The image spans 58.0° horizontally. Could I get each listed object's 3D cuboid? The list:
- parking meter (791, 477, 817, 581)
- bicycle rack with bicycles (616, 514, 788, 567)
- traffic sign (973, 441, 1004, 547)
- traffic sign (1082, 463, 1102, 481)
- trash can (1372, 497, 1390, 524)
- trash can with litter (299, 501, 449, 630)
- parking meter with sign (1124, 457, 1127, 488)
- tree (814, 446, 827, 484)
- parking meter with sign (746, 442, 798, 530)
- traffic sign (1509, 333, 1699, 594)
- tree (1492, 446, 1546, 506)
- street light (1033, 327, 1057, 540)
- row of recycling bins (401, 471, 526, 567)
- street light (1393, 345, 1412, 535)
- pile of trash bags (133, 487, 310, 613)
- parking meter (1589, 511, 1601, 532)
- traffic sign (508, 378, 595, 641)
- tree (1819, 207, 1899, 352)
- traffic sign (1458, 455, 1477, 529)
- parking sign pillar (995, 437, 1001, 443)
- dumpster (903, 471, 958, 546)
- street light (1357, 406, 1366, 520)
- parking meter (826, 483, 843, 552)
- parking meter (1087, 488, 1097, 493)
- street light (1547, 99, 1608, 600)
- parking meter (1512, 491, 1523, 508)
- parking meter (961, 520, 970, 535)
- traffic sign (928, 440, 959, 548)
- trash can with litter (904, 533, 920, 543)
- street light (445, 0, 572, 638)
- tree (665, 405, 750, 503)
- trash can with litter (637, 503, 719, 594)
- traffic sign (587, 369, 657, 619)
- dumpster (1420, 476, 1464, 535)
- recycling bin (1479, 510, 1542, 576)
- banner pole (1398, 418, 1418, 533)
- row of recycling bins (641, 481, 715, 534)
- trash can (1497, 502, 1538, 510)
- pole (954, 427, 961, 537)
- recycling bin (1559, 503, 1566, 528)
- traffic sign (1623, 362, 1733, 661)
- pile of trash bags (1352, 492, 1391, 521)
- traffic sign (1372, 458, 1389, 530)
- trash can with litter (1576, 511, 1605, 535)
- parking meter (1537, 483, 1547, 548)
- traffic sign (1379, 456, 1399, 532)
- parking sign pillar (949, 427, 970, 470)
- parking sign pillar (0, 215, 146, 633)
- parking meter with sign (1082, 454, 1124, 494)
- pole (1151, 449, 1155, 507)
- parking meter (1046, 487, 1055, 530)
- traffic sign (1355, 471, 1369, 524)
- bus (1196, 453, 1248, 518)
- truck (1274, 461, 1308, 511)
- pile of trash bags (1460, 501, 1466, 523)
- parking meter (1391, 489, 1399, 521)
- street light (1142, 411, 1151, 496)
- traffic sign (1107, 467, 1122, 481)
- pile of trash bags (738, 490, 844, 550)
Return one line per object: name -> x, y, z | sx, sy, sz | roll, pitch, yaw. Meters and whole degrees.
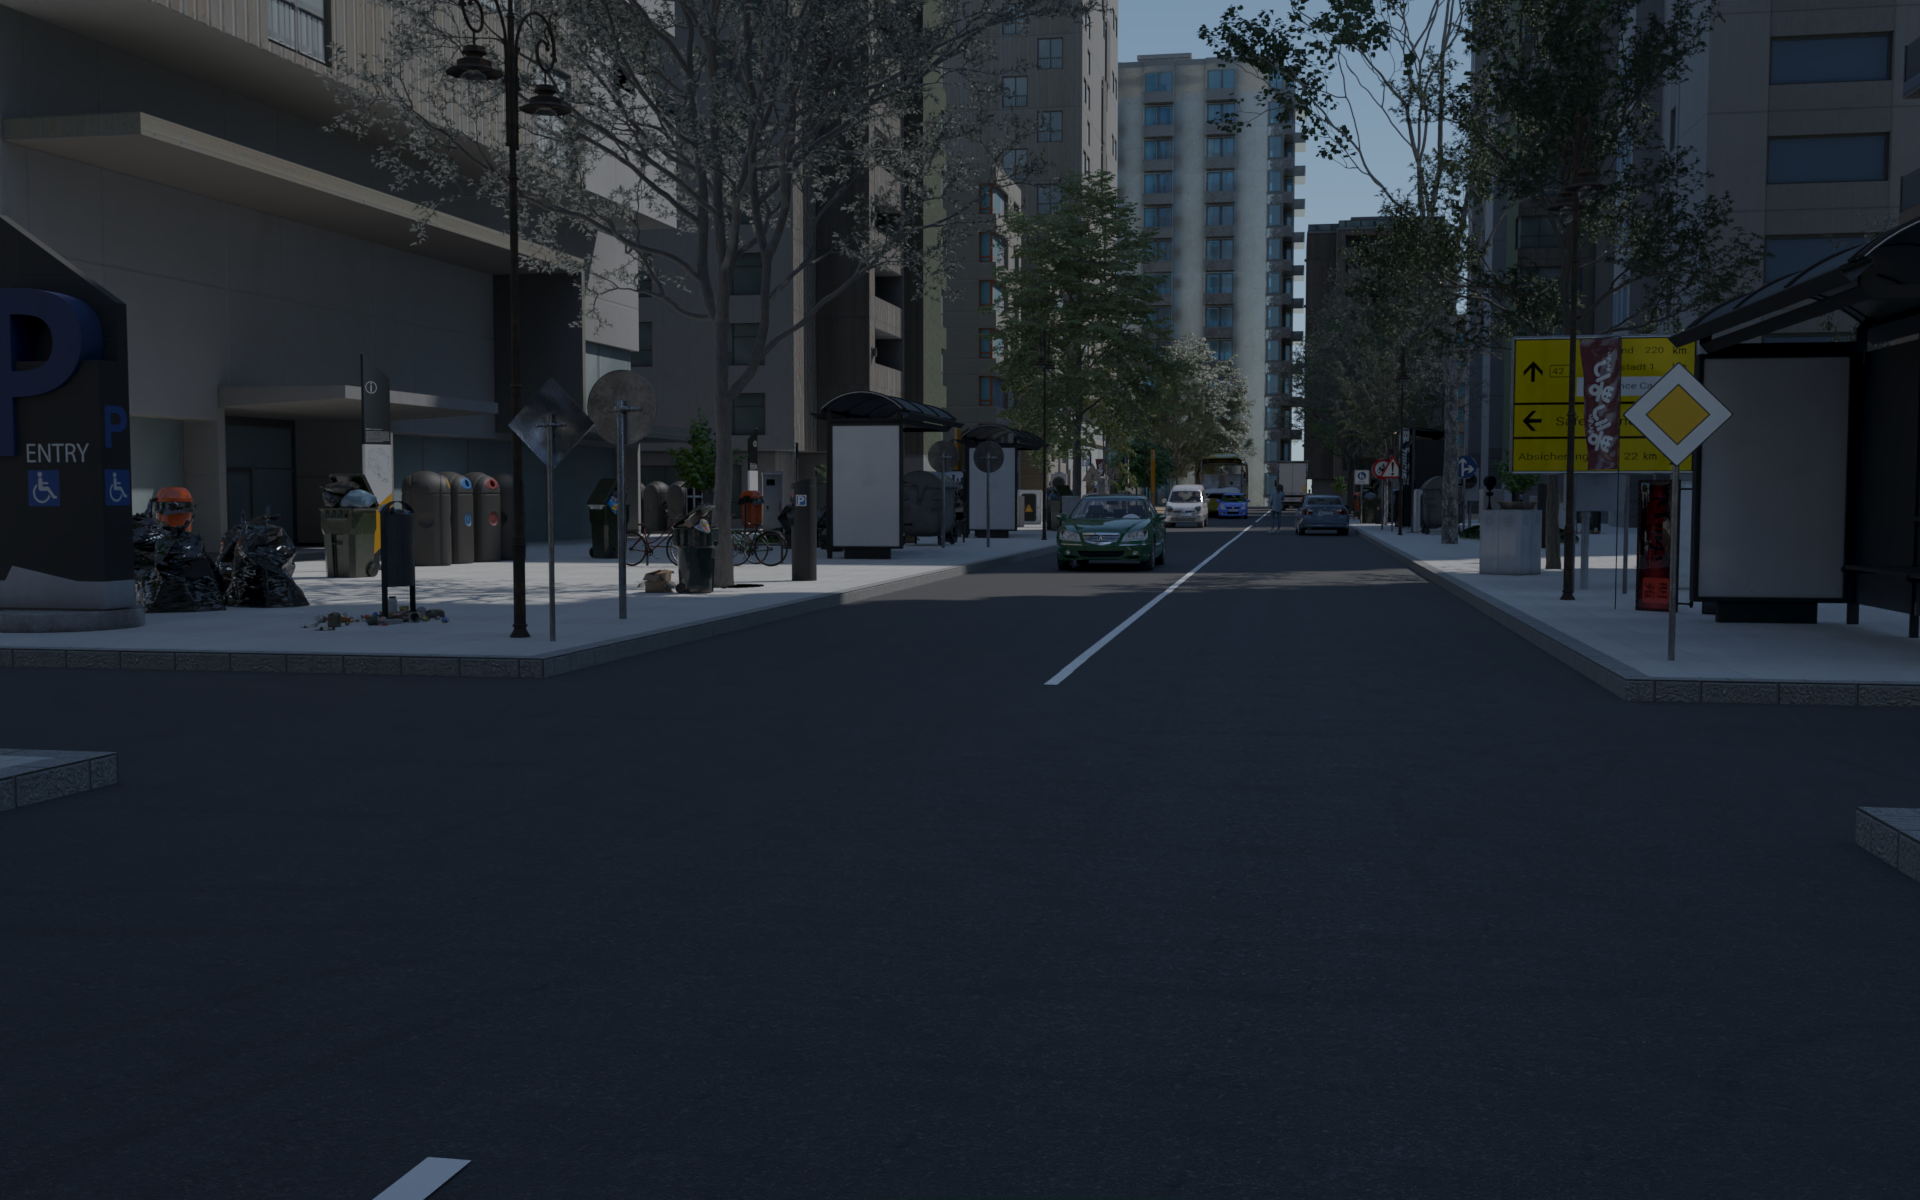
parking meter -> -2.309, -1.053, 25.632 | 0.372, 1.533, 0.369 | 0, 3, 0
bicycle rack with bicycles -> -4.342, -1.091, 31.218 | 2.925, 0.926, 2.852 | 2, 4, 25
traffic sign -> 0.678, -2.538, 41.603 | 0.768, 2.556, 0.104 | 1, 4, 16
traffic sign -> 5.547, -4.450, 72.760 | 0.884, 2.594, 0.081 | 1, 4, 19
trash can -> 17.913, -3.796, 73.710 | 0.748, 1.137, 0.748 | 0, 3, 0
trash can with litter -> -5.933, -0.383, 17.314 | 1.678, 1.210, 2.233 | 1, 4, 15
parking meter with sign -> 7.003, -5.265, 82.348 | 1.738, 3.016, 0.543 | 1, 4, 15
tree -> -3.818, -3.920, 58.699 | 1.663, 3.219, 1.824 | 0, 3, 0
parking meter with sign -> -6.321, -3.793, 58.274 | 1.738, 3.016, 0.543 | -1, 4, -9
traffic sign -> 8.231, -1.734, 22.227 | 2.265, 3.308, 0.079 | 1, 4, 12
tree -> 20.775, -4.267, 64.365 | 1.663, 3.219, 1.824 | 0, 3, 0
street light -> 2.351, -4.611, 48.172 | 0.468, 5.910, 1.993 | 1, 4, 11
row of recycling bins -> -9.247, -1.539, 32.278 | 1.069, 1.692, 3.534 | 1, 4, 15
street light -> 13.719, -4.956, 53.815 | 0.468, 5.910, 1.993 | 1, 4, 11
pile of trash bags -> -8.999, -0.650, 20.387 | 1.912, 1.369, 3.447 | -2, 4, -35
parking meter -> 21.053, -2.996, 57.390 | 0.372, 1.533, 0.369 | 0, 3, 0
traffic sign -> -3.547, -0.697, 15.031 | 0.795, 2.450, 0.064 | 1, 4, 11
tree -> 23.928, -5.746, 44.306 | 4.360, 8.622, 3.978 | 0, 3, 0
traffic sign -> 16.664, -3.494, 57.234 | 0.768, 2.556, 0.104 | 1, 4, 18
parking sign pillar -> 1.050, -5.090, 71.686 | 1.447, 3.967, 1.447 | -2, 4, -30
dumpster -> -0.830, -2.302, 43.395 | 1.264, 1.857, 1.865 | 1, 4, 11
street light -> 20.008, -6.963, 86.633 | 0.468, 5.910, 1.993 | 1, 4, 11
parking meter -> -2.794, -1.846, 38.595 | 0.372, 1.533, 0.369 | 0, 3, 0
parking meter -> 5.071, -3.550, 66.445 | 0.372, 1.533, 0.369 | 0, 3, 0
street light -> 7.365, -2.938, 20.816 | 0.468, 5.910, 1.993 | 1, 4, 11
parking meter -> 19.133, -3.124, 59.485 | 0.372, 1.533, 0.369 | 0, 3, 0
parking meter -> 0.133, -2.845, 54.924 | 0.372, 1.533, 0.369 | 0, 3, 0
traffic sign -> -0.401, -2.506, 41.080 | 0.768, 2.556, 0.104 | 1, 4, 12
trash can with litter -> -1.570, -2.077, 45.352 | 1.055, 1.170, 0.624 | 1, 4, 9
street light -> -3.945, -2.603, 15.355 | 0.468, 5.910, 1.993 | 1, 4, 11
tree -> -5.715, -2.648, 37.897 | 1.663, 3.219, 1.824 | 0, 3, 0
trash can with litter -> -3.662, -0.675, 22.424 | 1.055, 1.170, 0.624 | 1, 4, 11
traffic sign -> -3.467, -1.078, 17.736 | 0.768, 2.556, 0.104 | 1, 4, 12
dumpster -> 15.396, -3.029, 55.284 | 1.264, 1.857, 1.865 | 1, 4, 11
recycling bin -> 8.797, -0.925, 27.676 | 0.722, 1.027, 0.722 | -3, 5, -42
banner pole -> 14.813, -4.116, 57.308 | 0.863, 3.779, 0.401 | -2, 4, -27
row of recycling bins -> -9.368, -2.994, 56.072 | 3.534, 1.692, 1.069 | 1, 4, 22
trash can -> 10.424, -1.270, 32.412 | 0.748, 1.137, 0.748 | 0, 3, 0
pole -> -0.073, -3.526, 51.492 | 0.158, 3.312, 0.155 | 0, 3, 0
recycling bin -> 17.478, -2.343, 50.863 | 0.722, 1.027, 0.722 | 0, 4, -7
traffic sign -> 5.481, -0.590, 13.290 | 0.795, 2.450, 0.064 | 1, 4, 11
pile of trash bags -> 19.949, -4.486, 83.098 | 1.912, 1.369, 3.447 | -2, 4, -23
traffic sign -> 15.088, -3.775, 61.827 | 0.768, 2.556, 0.104 | 1, 4, 12
trash can with litter -> 19.664, -2.728, 55.667 | 2.233, 1.210, 1.678 | 1, 4, 12
parking meter -> 13.842, -1.991, 40.966 | 0.372, 1.533, 0.369 | 0, 3, 0
traffic sign -> 14.561, -3.566, 58.316 | 0.884, 2.594, 0.081 | 1, 4, 20
parking sign pillar -> -0.210, -4.981, 69.908 | 1.447, 3.967, 1.447 | 1, 4, 13
parking sign pillar -> -8.643, -1.718, 16.565 | 1.447, 3.967, 1.447 | 1, 4, 12
parking meter with sign -> 6.143, -4.817, 75.018 | 1.738, 3.016, 0.543 | -2, 4, -34
pole -> 8.787, -5.202, 78.892 | 0.158, 3.312, 0.155 | 0, 3, 0
parking meter -> 3.243, -3.236, 61.325 | 0.372, 1.533, 0.369 | 0, 3, 0
traffic sign -> 17.169, -4.398, 74.043 | 0.606, 2.300, 0.079 | 1, 4, 15
bus -> 16.614, -7.154, 108.518 | 2.896, 3.916, 12.252 | 1, 4, 11
truck -> 28.879, -9.911, 150.960 | 2.839, 4.237, 11.283 | 1, 4, 10
pile of trash bags -> 21.768, -4.155, 77.692 | 1.912, 1.369, 3.447 | 0, 4, -3
parking meter -> 20.093, -4.374, 79.919 | 0.372, 1.533, 0.369 | 0, 3, 0
street light -> 8.659, -6.618, 80.987 | 0.468, 5.910, 1.993 | 1, 4, 11
traffic sign -> 7.189, -4.948, 81.009 | 0.768, 2.556, 0.104 | 1, 4, 17
pile of trash bags -> -3.799, -1.924, 41.213 | 3.447, 1.369, 1.912 | 2, 4, 27
